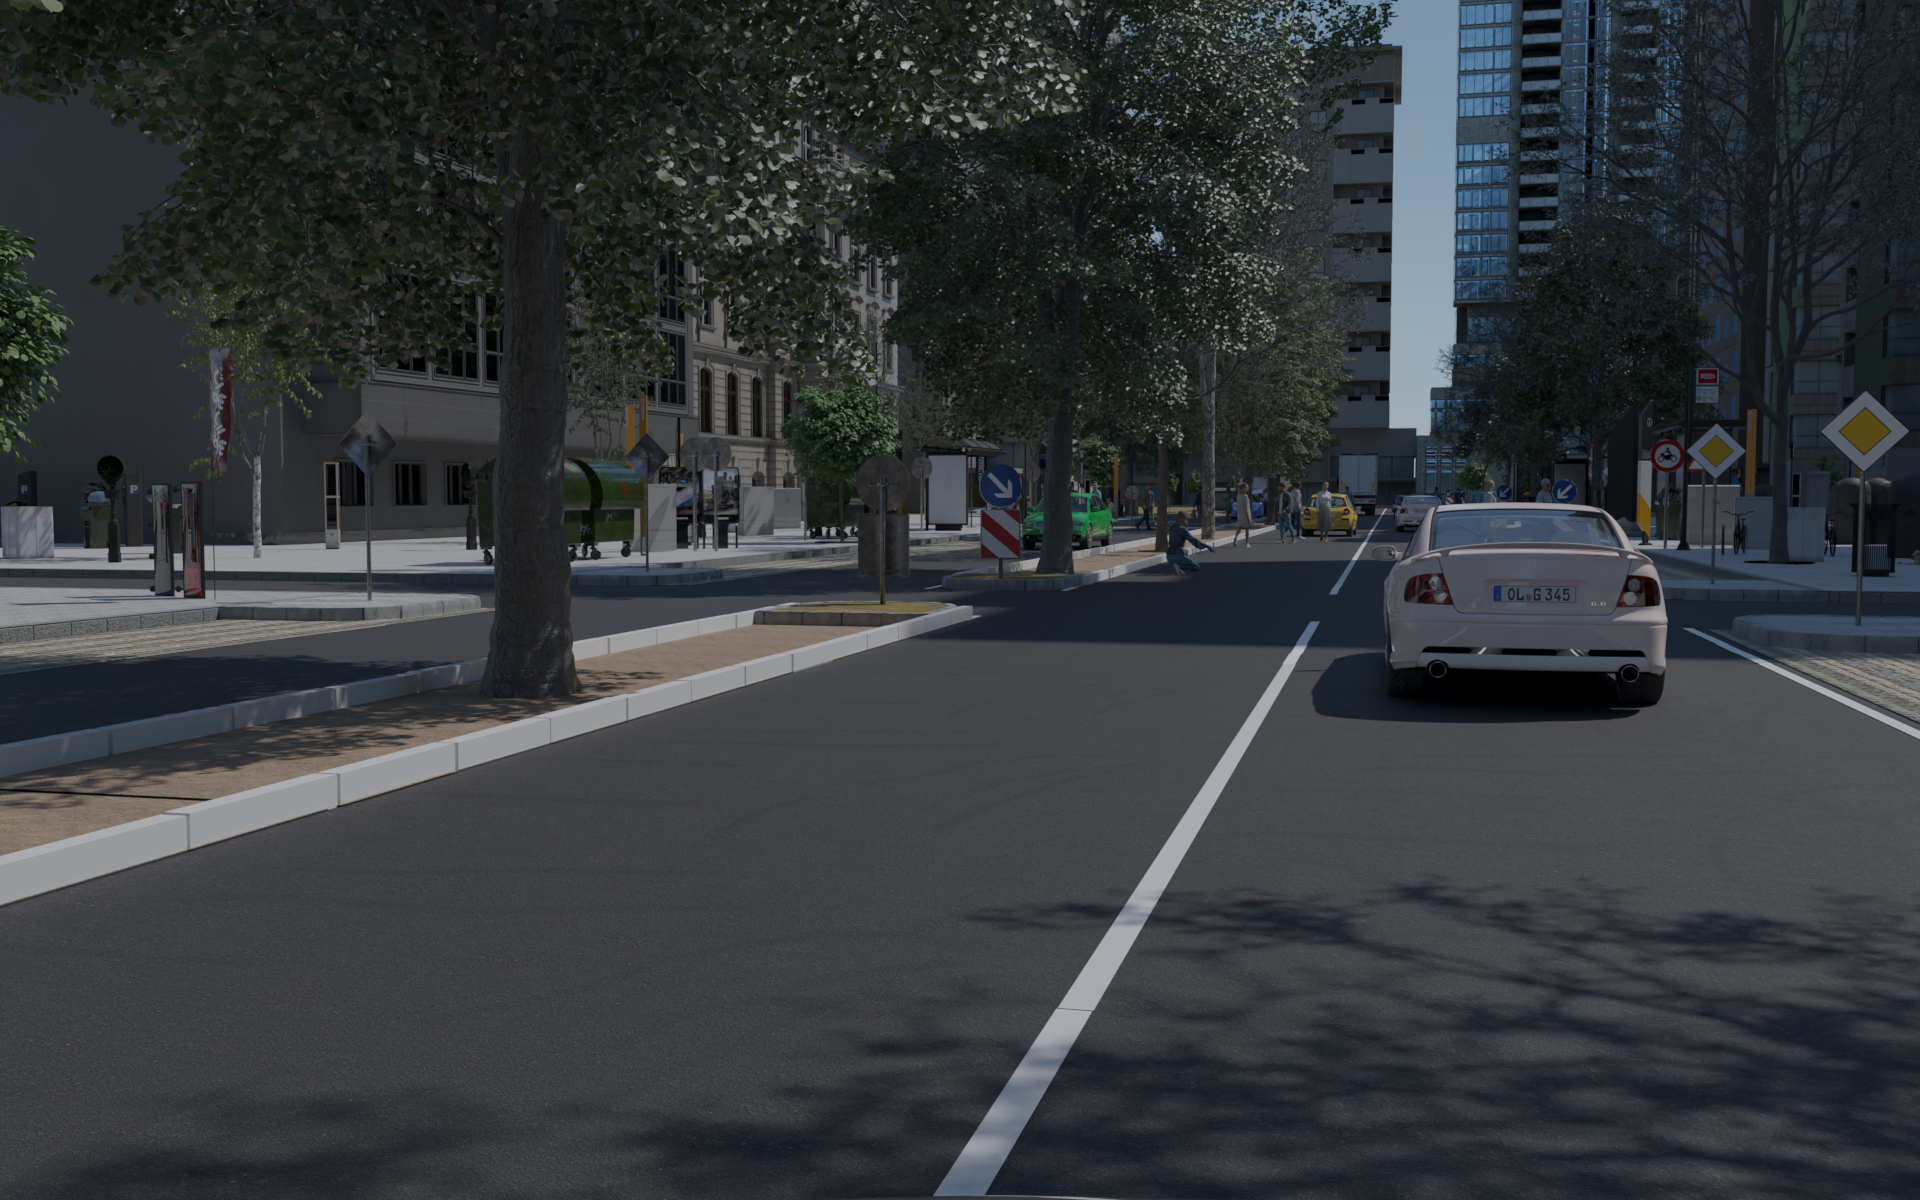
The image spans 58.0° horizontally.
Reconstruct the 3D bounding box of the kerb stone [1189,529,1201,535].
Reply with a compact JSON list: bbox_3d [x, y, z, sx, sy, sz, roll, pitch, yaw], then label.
[{"bbox_3d":[8.311,-2.386,61.205,0.120,0.150,1.000,1,4,14],"label":"kerb stone"}]

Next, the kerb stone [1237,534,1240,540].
[{"bbox_3d":[8.337,-1.864,52.709,0.120,0.150,1.000,1,4,14],"label":"kerb stone"}]

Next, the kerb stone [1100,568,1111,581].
[{"bbox_3d":[2.341,-0.407,28.845,0.120,0.150,1.000,1,4,14],"label":"kerb stone"}]

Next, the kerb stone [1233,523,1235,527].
[{"bbox_3d":[11.552,-3.176,74.115,0.120,0.150,1.000,1,4,14],"label":"kerb stone"}]

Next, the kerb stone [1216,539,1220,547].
[{"bbox_3d":[6.839,-1.501,46.741,0.120,0.150,1.000,1,4,14],"label":"kerb stone"}]

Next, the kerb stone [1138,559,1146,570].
[{"bbox_3d":[3.346,-0.650,32.822,0.120,0.150,1.000,1,4,14],"label":"kerb stone"}]

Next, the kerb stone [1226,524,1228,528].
[{"bbox_3d":[10.812,-2.992,71.134,0.120,0.150,1.000,1,4,14],"label":"kerb stone"}]

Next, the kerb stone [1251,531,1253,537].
[{"bbox_3d":[9.586,-2.166,57.667,0.120,0.150,1.000,1,4,14],"label":"kerb stone"}]

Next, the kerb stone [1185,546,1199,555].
[{"bbox_3d":[5.592,-1.197,41.771,0.120,0.150,1.000,1,4,14],"label":"kerb stone"}]

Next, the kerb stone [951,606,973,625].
[{"bbox_3d":[-0.036,0.173,19.373,0.120,0.150,1.000,1,4,14],"label":"kerb stone"}]

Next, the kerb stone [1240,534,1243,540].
[{"bbox_3d":[8.586,-1.925,53.701,0.120,0.150,1.000,1,4,14],"label":"kerb stone"}]

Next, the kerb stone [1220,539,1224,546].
[{"bbox_3d":[7.095,-1.562,47.737,0.120,0.150,1.000,1,4,14],"label":"kerb stone"}]

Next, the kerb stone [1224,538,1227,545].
[{"bbox_3d":[7.343,-1.623,48.730,0.120,0.150,1.000,1,4,14],"label":"kerb stone"}]

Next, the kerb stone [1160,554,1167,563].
[{"bbox_3d":[4.092,-0.830,35.803,0.120,0.150,1.000,1,4,14],"label":"kerb stone"}]

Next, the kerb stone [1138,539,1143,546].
[{"bbox_3d":[4.807,-1.535,47.294,0.120,0.150,1.000,1,4,14],"label":"kerb stone"}]

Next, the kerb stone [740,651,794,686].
[{"bbox_3d":[-1.531,0.537,13.415,0.120,0.150,1.000,1,4,14],"label":"kerb stone"}]

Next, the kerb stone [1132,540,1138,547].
[{"bbox_3d":[4.562,-1.474,46.295,0.120,0.150,1.000,1,4,14],"label":"kerb stone"}]

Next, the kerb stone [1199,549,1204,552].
[{"bbox_3d":[5.840,-1.258,42.763,0.120,0.150,1.000,1,4,14],"label":"kerb stone"}]

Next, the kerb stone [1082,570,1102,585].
[{"bbox_3d":[2.099,-0.341,27.852,0.120,0.150,1.000,1,4,14],"label":"kerb stone"}]

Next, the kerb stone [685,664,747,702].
[{"bbox_3d":[-1.783,0.598,12.418,0.120,0.150,1.000,1,4,14],"label":"kerb stone"}]

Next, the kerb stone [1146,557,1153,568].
[{"bbox_3d":[3.588,-0.710,33.815,0.120,0.150,1.000,1,4,14],"label":"kerb stone"}]

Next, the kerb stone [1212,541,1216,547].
[{"bbox_3d":[6.596,-1.440,45.747,0.120,0.150,1.000,1,4,14],"label":"kerb stone"}]

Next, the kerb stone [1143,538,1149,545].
[{"bbox_3d":[5.065,-1.596,48.283,0.120,0.150,1.000,1,4,14],"label":"kerb stone"}]

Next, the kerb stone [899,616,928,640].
[{"bbox_3d":[-0.533,0.297,17.383,0.120,0.150,1.000,1,4,14],"label":"kerb stone"}]

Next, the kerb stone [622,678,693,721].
[{"bbox_3d":[-2.028,0.662,11.422,0.120,0.150,1.000,1,4,14],"label":"kerb stone"}]

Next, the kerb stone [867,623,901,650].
[{"bbox_3d":[-0.783,0.355,16.392,0.120,0.150,1.000,1,4,14],"label":"kerb stone"}]

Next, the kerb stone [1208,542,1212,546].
[{"bbox_3d":[6.343,-1.380,44.754,0.120,0.150,1.000,1,4,14],"label":"kerb stone"}]

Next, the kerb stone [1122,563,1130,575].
[{"bbox_3d":[2.842,-0.525,30.835,0.120,0.150,1.000,1,4,14],"label":"kerb stone"}]

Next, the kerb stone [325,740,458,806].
[{"bbox_3d":[-2.780,0.841,8.448,0.120,0.150,1.000,1,4,14],"label":"kerb stone"}]

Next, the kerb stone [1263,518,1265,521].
[{"bbox_3d":[15.801,-4.210,91.030,0.120,0.150,1.000,1,4,14],"label":"kerb stone"}]

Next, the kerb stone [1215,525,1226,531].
[{"bbox_3d":[10.553,-2.931,70.145,0.120,0.150,1.000,1,4,14],"label":"kerb stone"}]

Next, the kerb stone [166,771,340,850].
[{"bbox_3d":[-3.030,0.901,7.457,0.120,0.150,1.000,1,4,14],"label":"kerb stone"}]

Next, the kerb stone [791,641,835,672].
[{"bbox_3d":[-1.272,0.477,14.404,0.120,0.150,1.000,1,4,14],"label":"kerb stone"}]

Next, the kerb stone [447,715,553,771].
[{"bbox_3d":[-2.526,0.781,9.439,0.120,0.150,1.000,1,4,14],"label":"kerb stone"}]

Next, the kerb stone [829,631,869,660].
[{"bbox_3d":[-1.034,0.417,15.401,0.120,0.150,1.000,1,4,14],"label":"kerb stone"}]

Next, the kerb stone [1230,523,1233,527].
[{"bbox_3d":[11.308,-3.115,73.122,0.120,0.150,1.000,1,4,14],"label":"kerb stone"}]

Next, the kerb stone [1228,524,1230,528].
[{"bbox_3d":[11.050,-3.054,72.128,0.120,0.150,1.000,1,4,14],"label":"kerb stone"}]

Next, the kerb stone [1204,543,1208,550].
[{"bbox_3d":[6.087,-1.319,43.755,0.120,0.150,1.000,1,4,14],"label":"kerb stone"}]

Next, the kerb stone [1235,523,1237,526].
[{"bbox_3d":[11.804,-3.235,75.106,0.120,0.150,1.000,1,4,14],"label":"kerb stone"}]

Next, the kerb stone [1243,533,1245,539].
[{"bbox_3d":[8.843,-1.987,54.690,0.120,0.150,1.000,1,4,14],"label":"kerb stone"}]

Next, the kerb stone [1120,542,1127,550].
[{"bbox_3d":[4.070,-1.352,44.307,0.120,0.150,1.000,1,4,14],"label":"kerb stone"}]

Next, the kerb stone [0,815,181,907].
[{"bbox_3d":[-3.276,0.967,6.463,0.120,0.150,1.000,1,4,14],"label":"kerb stone"}]

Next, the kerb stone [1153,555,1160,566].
[{"bbox_3d":[3.847,-0.770,34.809,0.120,0.150,1.000,1,4,14],"label":"kerb stone"}]

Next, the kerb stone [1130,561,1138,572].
[{"bbox_3d":[3.095,-0.589,31.825,0.120,0.150,1.000,1,4,14],"label":"kerb stone"}]

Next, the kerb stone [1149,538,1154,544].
[{"bbox_3d":[5.309,-1.656,49.276,0.120,0.150,1.000,1,4,14],"label":"kerb stone"}]

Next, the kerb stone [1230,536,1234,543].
[{"bbox_3d":[7.841,-1.744,50.715,0.120,0.150,1.000,1,4,14],"label":"kerb stone"}]

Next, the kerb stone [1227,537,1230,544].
[{"bbox_3d":[7.586,-1.680,49.723,0.120,0.150,1.000,1,4,14],"label":"kerb stone"}]

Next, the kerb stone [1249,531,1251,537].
[{"bbox_3d":[9.345,-2.109,56.674,0.120,0.150,1.000,1,4,14],"label":"kerb stone"}]

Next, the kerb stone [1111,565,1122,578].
[{"bbox_3d":[2.603,-0.467,29.834,0.120,0.150,1.000,1,4,14],"label":"kerb stone"}]

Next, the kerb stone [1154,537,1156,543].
[{"bbox_3d":[5.565,-1.716,50.266,0.120,0.150,1.000,1,4,14],"label":"kerb stone"}]

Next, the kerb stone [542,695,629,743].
[{"bbox_3d":[-2.281,0.720,10.431,0.120,0.150,1.000,1,4,14],"label":"kerb stone"}]

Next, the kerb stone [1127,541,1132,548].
[{"bbox_3d":[4.310,-1.413,45.301,0.120,0.150,1.000,1,4,14],"label":"kerb stone"}]

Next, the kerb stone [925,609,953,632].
[{"bbox_3d":[-0.284,0.234,18.377,0.120,0.150,1.000,1,4,14],"label":"kerb stone"}]

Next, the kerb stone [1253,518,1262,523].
[{"bbox_3d":[15.305,-4.088,89.033,0.120,0.150,1.000,1,4,14],"label":"kerb stone"}]
